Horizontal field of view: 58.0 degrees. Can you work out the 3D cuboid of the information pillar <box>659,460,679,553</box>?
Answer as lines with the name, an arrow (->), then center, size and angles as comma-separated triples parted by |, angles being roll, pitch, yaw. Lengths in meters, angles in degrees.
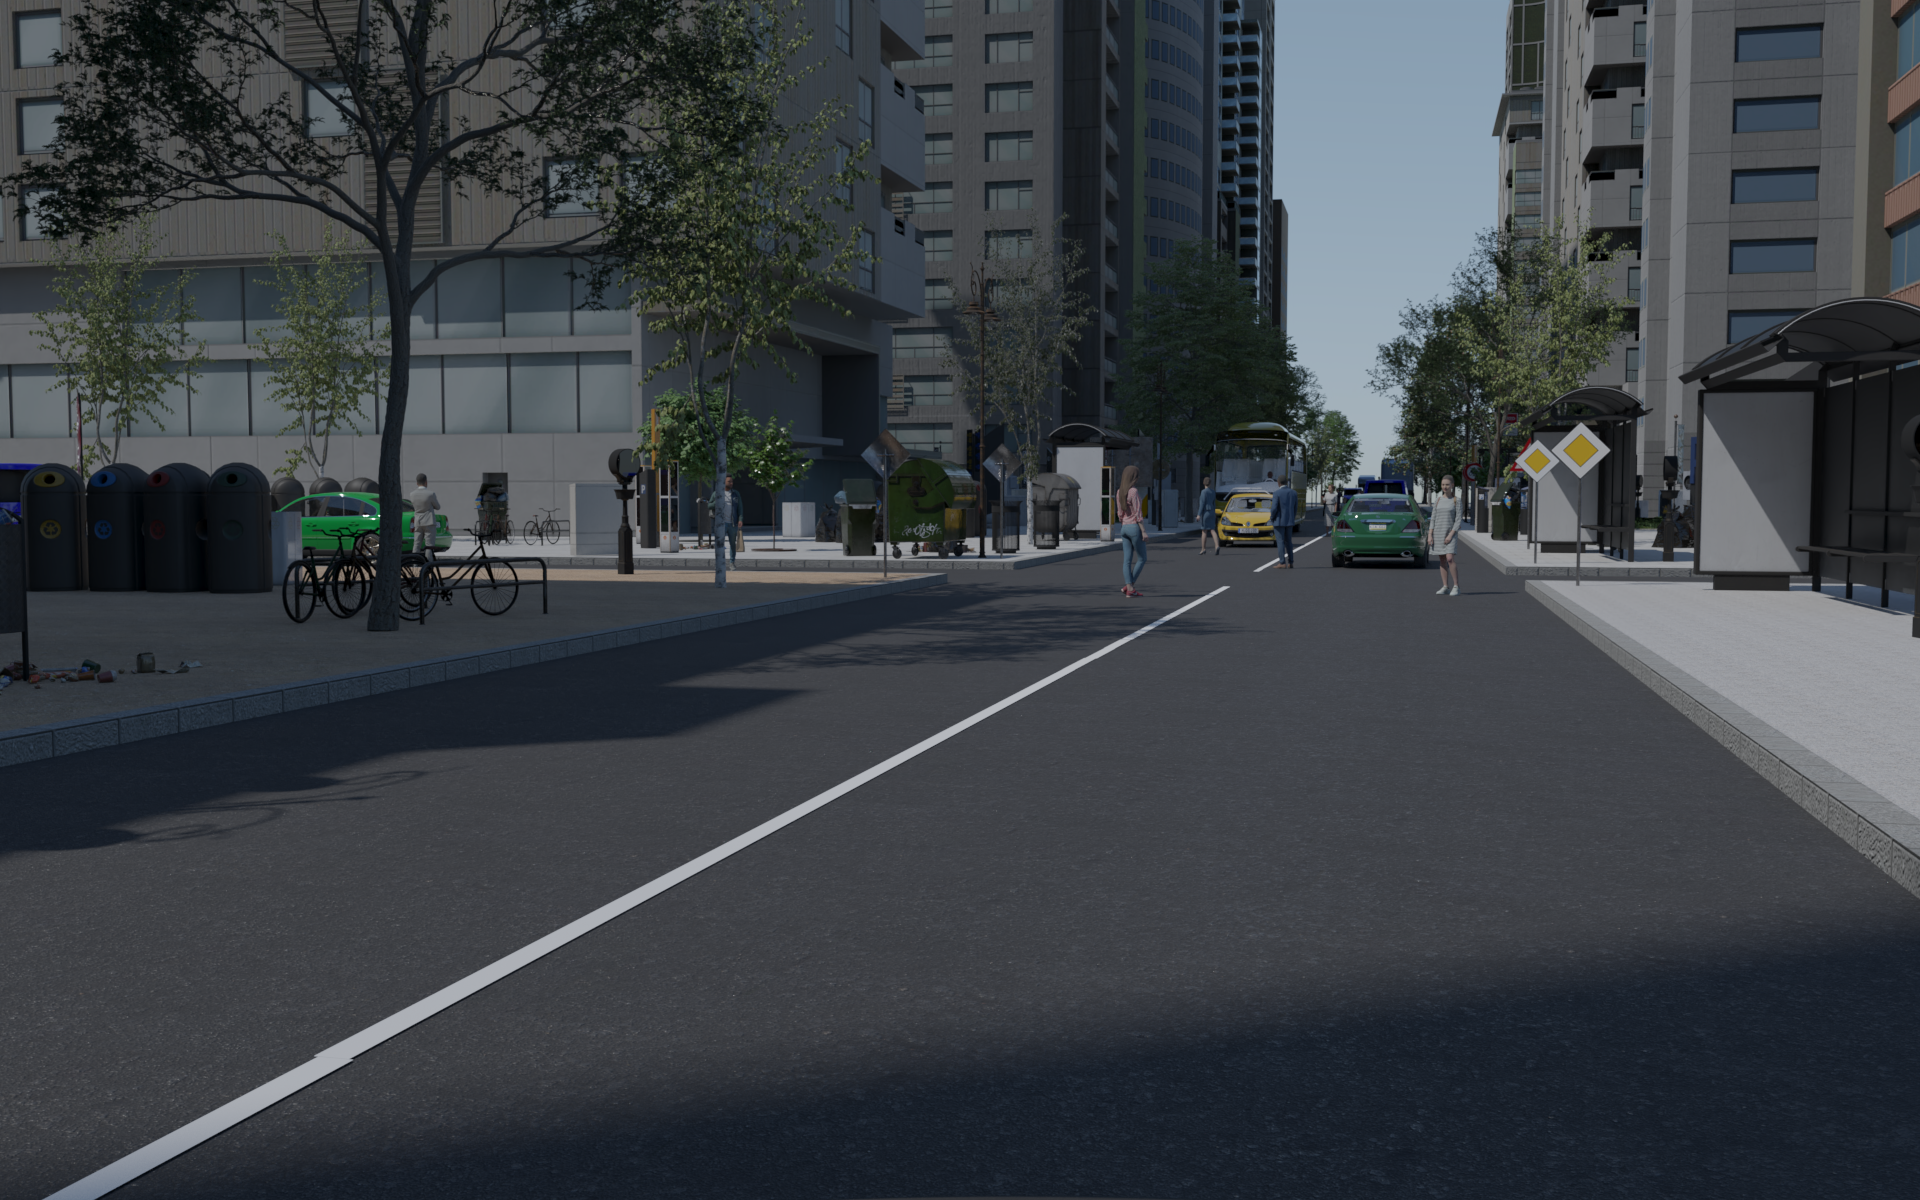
information pillar -> -6.329, -2.031, 37.695 | 0.304, 2.012, 0.304 | 2, 4, 33

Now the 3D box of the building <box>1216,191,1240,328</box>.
building -> 18.958, -24.082, 165.449 | 14.160, 30.474, 14.107 | 1, 4, 14

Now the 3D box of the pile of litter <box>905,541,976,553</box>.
pile of litter -> -0.404, -1.485, 38.248 | 1.176, 0.858, 1.719 | -3, 4, -38

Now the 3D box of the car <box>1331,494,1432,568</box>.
car -> 8.574, -1.428, 35.144 | 2.131, 1.459, 4.920 | 1, 4, 16

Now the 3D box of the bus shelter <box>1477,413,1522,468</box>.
bus shelter -> 25.850, -6.466, 83.345 | 2.179, 5.291, 8.768 | 1, 4, 14

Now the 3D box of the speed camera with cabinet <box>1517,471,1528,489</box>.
speed camera with cabinet -> 22.370, -4.647, 70.320 | 2.038, 3.252, 0.660 | 3, 5, 42

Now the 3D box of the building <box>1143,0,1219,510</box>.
building -> 9.498, -36.857, 144.615 | 21.231, 58.520, 28.212 | 1, 4, 14

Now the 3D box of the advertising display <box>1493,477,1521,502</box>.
advertising display -> 20.134, -3.580, 63.748 | 0.974, 1.923, 0.123 | 0, 4, 8

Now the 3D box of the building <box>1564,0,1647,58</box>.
building -> 58.184, -32.685, 123.644 | 28.713, 52.752, 27.495 | 1, 4, 14

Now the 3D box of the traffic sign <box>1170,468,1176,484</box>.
traffic sign -> 8.243, -4.055, 68.426 | 0.606, 2.300, 0.079 | 1, 4, 19

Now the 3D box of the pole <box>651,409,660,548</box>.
pole -> -7.284, -2.918, 41.550 | 0.158, 3.312, 0.155 | 0, 3, 0

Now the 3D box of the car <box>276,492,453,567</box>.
car -> -12.670, -1.602, 34.990 | 4.718, 1.807, 1.959 | 1, 4, 12

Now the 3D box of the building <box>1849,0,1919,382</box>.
building -> 37.655, -23.778, 43.396 | 28.867, 44.769, 22.147 | 1, 4, 14

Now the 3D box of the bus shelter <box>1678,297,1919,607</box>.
bus shelter -> 9.957, -1.624, 20.478 | 2.014, 3.302, 5.546 | 1, 4, 14

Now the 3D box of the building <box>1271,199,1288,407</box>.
building -> 40.992, -37.108, 256.830 | 14.600, 45.320, 14.200 | 1, 4, 14

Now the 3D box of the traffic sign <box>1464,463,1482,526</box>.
traffic sign -> 20.823, -4.286, 70.182 | 0.768, 2.556, 0.104 | 1, 4, 19

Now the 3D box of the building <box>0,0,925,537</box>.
building -> -17.085, -29.057, 64.314 | 28.713, 52.752, 27.495 | 1, 4, 14

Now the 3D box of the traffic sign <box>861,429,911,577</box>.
traffic sign -> -1.148, -1.407, 26.640 | 0.795, 2.450, 0.064 | 1, 4, 14

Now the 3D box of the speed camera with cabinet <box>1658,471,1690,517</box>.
speed camera with cabinet -> 27.778, -4.421, 66.620 | 0.660, 3.252, 2.038 | -1, 4, -17

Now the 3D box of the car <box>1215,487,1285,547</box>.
car -> 8.116, -2.308, 47.956 | 2.015, 1.641, 3.980 | 1, 4, 13

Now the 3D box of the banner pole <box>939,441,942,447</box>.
banner pole -> -1.022, -5.590, 81.418 | 0.401, 3.779, 0.863 | 2, 4, 26

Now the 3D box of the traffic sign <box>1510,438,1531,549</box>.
traffic sign -> 13.207, -2.456, 40.166 | 0.884, 2.594, 0.081 | 1, 4, 21

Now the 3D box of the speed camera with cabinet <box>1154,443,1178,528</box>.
speed camera with cabinet -> 7.969, -4.437, 66.879 | 0.660, 3.252, 2.038 | 0, 4, -4

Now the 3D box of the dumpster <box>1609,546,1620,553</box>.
dumpster -> 14.225, -2.019, 38.766 | 1.264, 1.857, 1.865 | 1, 4, 14

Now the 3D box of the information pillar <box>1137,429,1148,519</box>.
information pillar -> 6.549, -4.336, 62.242 | 0.504, 3.616, 0.183 | -3, 5, -43

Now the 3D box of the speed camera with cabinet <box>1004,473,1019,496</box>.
speed camera with cabinet -> 3.196, -5.725, 87.936 | 2.038, 3.252, 0.660 | -2, 4, -24

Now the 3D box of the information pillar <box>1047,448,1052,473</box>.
information pillar -> 4.558, -5.864, 87.225 | 0.504, 3.616, 0.183 | 3, 5, 41

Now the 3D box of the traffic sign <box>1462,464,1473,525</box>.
traffic sign -> 21.061, -4.353, 71.281 | 0.768, 2.556, 0.104 | 1, 4, 16

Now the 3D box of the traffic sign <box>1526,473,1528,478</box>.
traffic sign -> 22.803, -4.192, 68.649 | 0.768, 2.556, 0.104 | 1, 4, 23

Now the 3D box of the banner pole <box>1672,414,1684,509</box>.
banner pole -> 22.659, -3.955, 54.674 | 0.863, 3.779, 0.401 | -3, 5, -44

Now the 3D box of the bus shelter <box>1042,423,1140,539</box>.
bus shelter -> 4.007, -3.555, 52.041 | 2.014, 3.302, 5.546 | 1, 4, 14

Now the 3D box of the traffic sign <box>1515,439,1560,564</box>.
traffic sign -> 10.604, -1.726, 31.869 | 0.795, 2.450, 0.064 | 1, 4, 14

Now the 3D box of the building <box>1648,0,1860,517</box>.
building -> 45.157, -33.218, 85.120 | 21.231, 58.520, 28.212 | 1, 4, 14

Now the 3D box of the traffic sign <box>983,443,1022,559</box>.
traffic sign -> 0.828, -1.880, 34.378 | 0.795, 2.450, 0.064 | 1, 4, 14

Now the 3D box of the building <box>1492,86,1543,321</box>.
building -> 82.585, -38.541, 219.390 | 28.713, 52.752, 27.495 | 1, 4, 14

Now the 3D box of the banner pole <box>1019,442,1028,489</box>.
banner pole -> 3.031, -5.704, 83.274 | 0.863, 3.779, 0.401 | -3, 5, -42

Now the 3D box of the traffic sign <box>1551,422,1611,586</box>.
traffic sign -> 8.628, -1.253, 24.131 | 0.795, 2.450, 0.064 | 1, 4, 14

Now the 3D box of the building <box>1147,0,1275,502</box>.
building -> 34.793, -49.018, 239.689 | 20.563, 71.187, 20.611 | 1, 4, 14

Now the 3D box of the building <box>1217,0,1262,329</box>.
building -> 26.905, -55.119, 213.864 | 22.319, 86.520, 31.000 | 1, 4, 14

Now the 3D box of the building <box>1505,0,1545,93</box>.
building -> 85.024, -49.239, 243.308 | 20.563, 71.187, 20.611 | 1, 4, 14

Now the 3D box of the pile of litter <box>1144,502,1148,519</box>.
pile of litter -> 9.762, -4.674, 90.387 | 1.719, 0.858, 1.176 | 1, 4, 12

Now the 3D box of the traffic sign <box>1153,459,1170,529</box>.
traffic sign -> 7.246, -3.846, 62.990 | 0.768, 2.556, 0.104 | 1, 4, 19

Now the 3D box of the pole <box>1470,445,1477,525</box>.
pole -> 21.400, -4.791, 72.168 | 0.158, 3.312, 0.155 | 0, 3, 0

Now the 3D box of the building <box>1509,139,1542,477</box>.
building -> 71.093, -31.652, 201.111 | 14.154, 41.232, 14.086 | 1, 4, 14

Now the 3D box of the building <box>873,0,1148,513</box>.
building -> 2.503, -25.280, 96.916 | 14.154, 41.232, 14.086 | 1, 4, 14

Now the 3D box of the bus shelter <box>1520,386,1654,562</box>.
bus shelter -> 12.541, -2.515, 35.049 | 2.014, 3.302, 5.546 | 1, 4, 14

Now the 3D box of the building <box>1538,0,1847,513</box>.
building -> 61.842, -37.262, 151.228 | 21.231, 58.520, 28.212 | 1, 4, 14

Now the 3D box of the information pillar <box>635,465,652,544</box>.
information pillar -> -8.105, -2.440, 44.393 | 0.304, 2.012, 0.304 | 2, 4, 29

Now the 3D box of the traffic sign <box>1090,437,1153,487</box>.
traffic sign -> 5.753, -4.161, 61.911 | 2.265, 3.308, 0.079 | 1, 4, 16

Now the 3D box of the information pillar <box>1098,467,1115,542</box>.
information pillar -> 3.982, -2.579, 46.658 | 0.304, 2.012, 0.304 | 2, 4, 29
